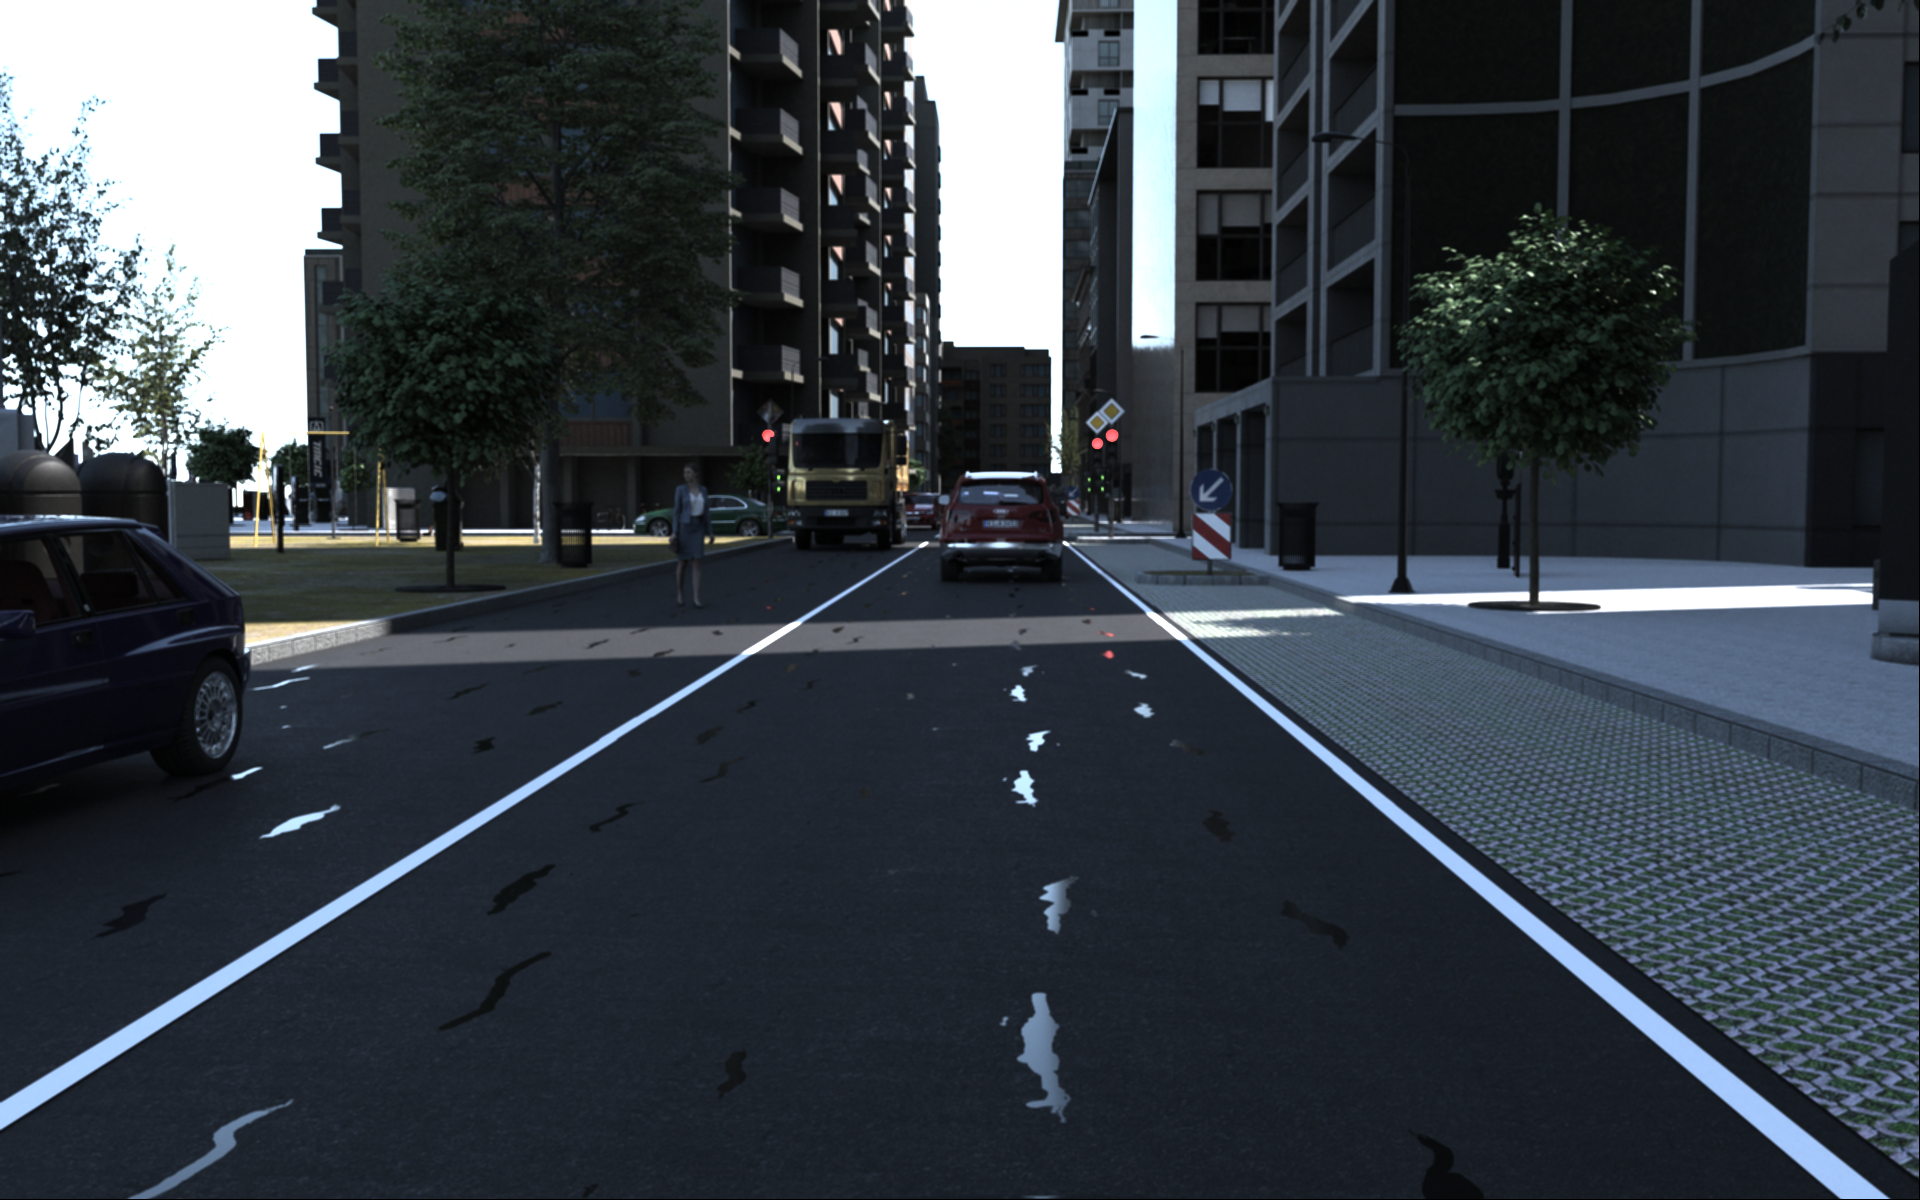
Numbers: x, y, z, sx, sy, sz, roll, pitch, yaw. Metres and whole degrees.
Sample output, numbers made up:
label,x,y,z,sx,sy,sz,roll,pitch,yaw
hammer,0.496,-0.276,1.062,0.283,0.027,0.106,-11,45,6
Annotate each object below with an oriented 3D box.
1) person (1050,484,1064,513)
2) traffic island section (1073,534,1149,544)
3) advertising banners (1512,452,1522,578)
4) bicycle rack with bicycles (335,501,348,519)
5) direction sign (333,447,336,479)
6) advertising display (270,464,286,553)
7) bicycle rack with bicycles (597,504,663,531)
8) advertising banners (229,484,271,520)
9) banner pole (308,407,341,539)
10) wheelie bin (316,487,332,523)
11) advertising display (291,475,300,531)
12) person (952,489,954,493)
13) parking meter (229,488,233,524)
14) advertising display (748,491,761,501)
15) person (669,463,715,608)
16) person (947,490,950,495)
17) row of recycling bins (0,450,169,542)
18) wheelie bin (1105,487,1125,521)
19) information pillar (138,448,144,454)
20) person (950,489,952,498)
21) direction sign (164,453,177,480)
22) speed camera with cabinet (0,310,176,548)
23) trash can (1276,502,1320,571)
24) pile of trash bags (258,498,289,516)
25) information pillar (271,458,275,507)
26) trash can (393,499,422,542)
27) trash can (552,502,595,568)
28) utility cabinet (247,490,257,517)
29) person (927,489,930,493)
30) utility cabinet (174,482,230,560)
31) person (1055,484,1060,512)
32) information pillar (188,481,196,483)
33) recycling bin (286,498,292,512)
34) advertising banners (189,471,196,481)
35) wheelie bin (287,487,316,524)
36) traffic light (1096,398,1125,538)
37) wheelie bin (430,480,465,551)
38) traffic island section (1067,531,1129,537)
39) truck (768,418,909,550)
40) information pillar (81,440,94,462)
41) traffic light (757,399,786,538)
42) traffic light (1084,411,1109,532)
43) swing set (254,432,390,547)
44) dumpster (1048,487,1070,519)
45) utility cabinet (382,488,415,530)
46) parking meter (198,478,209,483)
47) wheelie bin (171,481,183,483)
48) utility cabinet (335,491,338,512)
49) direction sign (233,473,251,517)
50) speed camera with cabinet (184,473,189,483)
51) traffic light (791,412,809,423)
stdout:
label,x,y,z,sx,sy,sz,roll,pitch,yaw
person,3.288,-3.134,60.156,0.576,1.772,0.534,-2,4,-31
traffic island section,4.441,-1.739,50.717,2.009,0.180,2.903,0,4,1
advertising banners,8.678,-1.877,26.880,0.090,3.025,2.074,1,4,16
bicycle rack with bicycles,-31.009,-4.609,88.734,2.852,0.926,2.925,1,4,16
direction sign,-29.994,-5.565,82.980,0.379,3.537,0.876,0,4,-7
advertising display,-14.968,-2.009,38.057,0.123,1.923,0.974,-2,4,-28
bicycle rack with bicycles,-11.427,-2.899,60.776,2.852,0.926,2.925,0,4,5
advertising banners,-35.146,-5.462,85.499,2.074,3.025,0.090,0,4,-3
banner pole,-18.214,-3.643,49.578,0.863,3.779,0.401,-1,4,-20
wheelie bin,-28.731,-4.275,77.804,0.980,1.594,0.693,-3,5,-40
advertising display,-23.218,-3.382,60.503,0.123,1.923,0.974,-2,4,-30
person,-0.242,-5.866,105.086,0.598,1.740,0.731,0,4,-1
parking meter,-31.529,-4.050,74.626,0.372,1.533,0.369,0,3,0
advertising display,-7.279,-3.430,61.286,0.123,1.923,0.974,-2,4,-27
person,-3.403,-0.820,21.928,0.581,1.822,0.654,-1,4,-17
person,-1.124,-9.230,159.414,0.705,1.824,1.348,1,4,14
row of recycling bins,-8.988,-0.540,15.943,1.069,1.692,3.534,2,4,34
wheelie bin,7.273,-4.514,81.714,0.980,1.594,0.693,-2,4,-28
information pillar,-41.841,-5.938,88.448,0.183,3.616,0.504,2,4,32
person,-0.566,-7.307,128.305,0.444,1.785,0.601,-3,5,-43
direction sign,-43.518,-6.321,95.352,0.379,3.537,0.876,3,4,36
speed camera with cabinet,-9.849,-1.520,19.193,2.038,3.252,0.660,-2,4,-30
trash can,5.688,-1.074,29.220,0.748,1.137,0.748,0,3,0
pile of trash bags,-40.808,-5.754,103.829,3.447,1.369,1.912,-3,4,-39
information pillar,-38.019,-6.416,96.261,0.504,3.616,0.183,1,4,12
trash can,-14.825,-2.133,46.525,0.748,1.137,0.748,0,3,0
trash can,-6.751,-1.140,30.287,0.748,1.137,0.748,0,3,0
utility cabinet,-39.498,-5.373,96.524,0.318,1.500,1.173,0,4,0
person,-2.248,-6.976,122.746,0.721,1.800,0.419,-1,4,-13
utility cabinet,-14.788,-1.523,33.587,0.318,1.500,1.173,2,4,32
person,3.985,-3.976,73.371,0.748,1.841,0.638,1,4,11
information pillar,-44.568,-5.878,100.594,0.304,2.012,0.304,1,4,20
recycling bin,-46.815,-6.629,120.943,0.722,1.027,0.722,-3,5,-41
advertising banners,-47.846,-6.947,109.778,2.074,3.025,0.090,-1,4,-10
wheelie bin,-28.213,-4.042,73.993,0.980,1.594,0.693,-2,4,-28
traffic light,4.401,-3.773,50.604,0.839,4.253,0.868,0,4,1
wheelie bin,-11.634,-1.920,39.304,0.693,1.594,0.980,-1,4,-9
traffic island section,4.650,-2.227,58.699,2.009,0.180,2.903,0,4,1
truck,-2.943,-3.119,46.913,3.469,3.379,9.791,0,4,2
information pillar,-37.780,-5.120,75.066,0.504,3.616,0.183,0,4,-6
traffic light,-5.557,-3.788,50.847,0.839,4.253,0.868,0,4,1
traffic light,4.610,-4.261,58.586,0.839,4.253,0.868,0,4,1
swing set,-15.981,-2.825,43.809,3.119,2.851,2.862,-1,4,-12
dumpster,5.403,-5.575,99.366,1.865,1.857,1.264,0,4,3
utility cabinet,-19.640,-3.180,60.674,0.318,1.500,1.173,2,4,32
parking meter,-28.118,-3.595,64.494,0.399,1.863,0.255,-1,4,-15
wheelie bin,-18.511,-1.992,40.477,0.980,1.594,0.693,-1,4,-13
utility cabinet,-39.768,-6.297,111.627,1.173,1.500,0.318,1,4,8
direction sign,-39.365,-6.306,95.102,0.876,3.537,0.379,-3,5,-42
speed camera with cabinet,-50.264,-7.154,111.308,2.038,3.252,0.660,-2,4,-26
traffic light,-5.348,-4.276,58.830,0.839,4.253,0.868,0,4,1
